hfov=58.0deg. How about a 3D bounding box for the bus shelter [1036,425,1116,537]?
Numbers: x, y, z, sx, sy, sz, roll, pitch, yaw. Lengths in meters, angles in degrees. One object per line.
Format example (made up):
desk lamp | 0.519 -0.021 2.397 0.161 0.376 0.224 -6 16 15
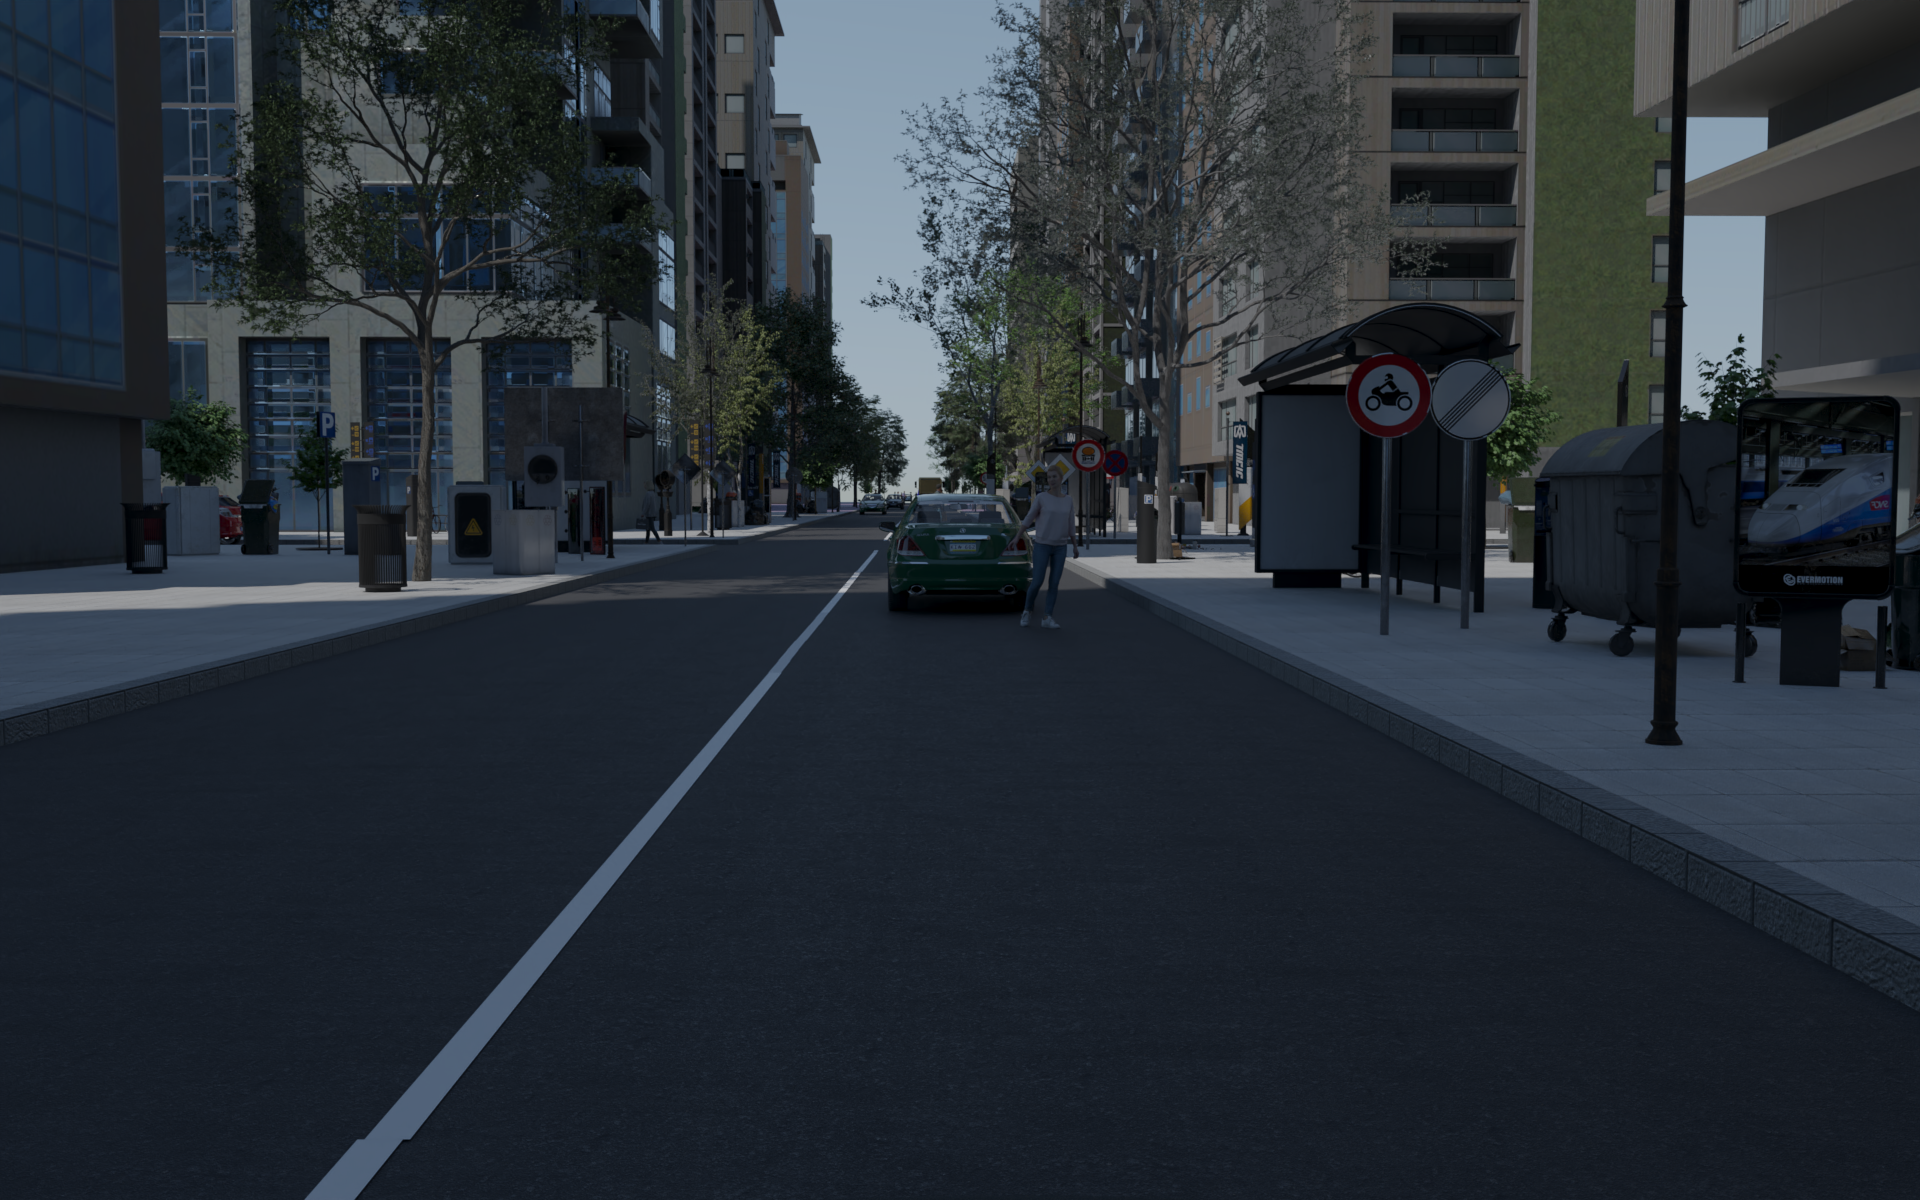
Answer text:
bus shelter | 3.515 -3.648 53.561 2.014 3.302 5.546 0 4 -1

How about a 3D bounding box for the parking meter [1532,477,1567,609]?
parking meter | 6.631 -0.674 19.429 0.372 1.533 0.369 0 3 0

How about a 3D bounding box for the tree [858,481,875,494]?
tree | -11.458 -13.699 218.571 1.663 3.219 1.824 0 3 0

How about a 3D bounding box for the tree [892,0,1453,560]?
tree | 3.898 -7.535 33.564 12.009 13.543 11.850 0 3 0

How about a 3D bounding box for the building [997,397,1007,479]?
building | 20.186 -26.087 271.559 27.650 21.520 28.899 0 4 -1

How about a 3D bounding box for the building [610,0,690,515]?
building | -24.111 -25.621 102.505 14.154 41.232 14.086 0 4 -1

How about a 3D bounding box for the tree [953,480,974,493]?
tree | 0.585 -12.450 198.159 1.663 3.219 1.824 0 3 0

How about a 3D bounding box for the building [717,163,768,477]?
building | -24.681 -23.326 153.088 14.160 30.474 14.107 0 4 -1

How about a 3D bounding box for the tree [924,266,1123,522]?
tree | 3.143 -9.218 76.469 9.928 11.665 9.643 0 3 0

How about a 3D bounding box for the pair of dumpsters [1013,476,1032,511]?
pair of dumpsters | 3.848 -5.717 95.959 1.574 2.255 4.437 0 4 -1

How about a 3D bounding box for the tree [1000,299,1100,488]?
tree | 3.279 -7.078 66.091 4.737 8.622 4.395 0 3 0

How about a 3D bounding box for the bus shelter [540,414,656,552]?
bus shelter | -8.534 -2.852 40.556 2.014 3.302 5.546 0 4 -1

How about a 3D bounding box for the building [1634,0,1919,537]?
building | 26.835 -26.356 20.160 28.713 52.752 27.495 0 4 -1

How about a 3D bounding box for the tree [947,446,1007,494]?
tree | 1.660 -8.169 117.275 4.285 4.588 4.351 0 3 0

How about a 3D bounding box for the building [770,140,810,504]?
building | -26.806 -35.050 223.182 14.600 45.320 14.200 0 4 -1

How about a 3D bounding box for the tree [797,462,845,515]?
tree | -8.836 -7.538 106.957 4.285 4.588 4.351 0 3 0

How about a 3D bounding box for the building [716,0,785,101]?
building | -32.689 -35.705 173.009 28.713 52.752 27.495 0 4 -1

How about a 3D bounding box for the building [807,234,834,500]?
building | -26.808 -35.552 264.875 14.154 41.232 14.086 0 4 -1

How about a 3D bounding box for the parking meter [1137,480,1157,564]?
parking meter | 3.455 -1.443 32.009 0.372 1.533 0.369 0 3 0

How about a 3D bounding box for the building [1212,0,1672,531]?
building | 17.616 -23.334 65.100 14.086 41.232 14.154 0 4 -1

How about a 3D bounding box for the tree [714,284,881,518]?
tree | -9.135 -10.870 94.729 9.611 12.733 9.660 0 3 0

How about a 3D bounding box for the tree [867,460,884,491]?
tree | -11.553 -16.172 214.774 4.360 8.622 3.978 0 3 0

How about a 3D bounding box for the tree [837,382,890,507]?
tree | -10.843 -15.759 175.782 7.486 12.596 7.792 0 3 0

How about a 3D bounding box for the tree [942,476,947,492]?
tree | -1.389 -17.220 265.266 4.285 4.588 4.351 0 3 0

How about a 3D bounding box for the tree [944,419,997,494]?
tree | 1.229 -13.921 177.977 4.360 8.622 3.978 0 3 0

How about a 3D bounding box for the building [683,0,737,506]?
building | -27.438 -42.560 134.102 20.563 71.187 20.611 0 4 -1

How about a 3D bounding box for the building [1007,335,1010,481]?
building | 13.680 -29.214 249.350 14.160 30.474 14.107 0 4 -1

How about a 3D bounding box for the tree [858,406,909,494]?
tree | -11.633 -21.059 250.968 9.857 13.997 8.962 0 3 0

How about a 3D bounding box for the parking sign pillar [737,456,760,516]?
parking sign pillar | -12.337 -6.898 101.261 1.447 3.967 1.447 -2 4 -32

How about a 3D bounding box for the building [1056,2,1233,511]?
building | 16.236 -31.073 158.159 14.600 45.320 14.200 0 4 -1

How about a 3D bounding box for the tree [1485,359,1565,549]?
tree | 12.465 -3.492 40.813 4.285 4.588 4.351 0 3 0

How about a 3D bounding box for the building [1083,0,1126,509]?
building | 18.936 -42.885 139.425 20.563 71.187 20.611 0 4 -1

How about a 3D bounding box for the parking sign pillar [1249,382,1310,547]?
parking sign pillar | 7.778 -3.277 42.045 1.447 3.967 1.447 0 3 0

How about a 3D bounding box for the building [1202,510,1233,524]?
building | 18.024 -26.293 79.997 14.600 45.320 14.200 0 4 -1

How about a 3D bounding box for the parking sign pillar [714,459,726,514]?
parking sign pillar | -14.924 -7.335 108.395 1.447 3.967 1.447 1 4 9

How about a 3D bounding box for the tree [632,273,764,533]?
tree | -8.489 -6.515 56.877 4.360 8.622 3.978 0 3 0

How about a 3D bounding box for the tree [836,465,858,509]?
tree | -11.204 -14.259 183.488 4.737 8.622 4.395 0 3 0

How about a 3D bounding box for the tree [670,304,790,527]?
tree | -8.743 -7.103 66.493 4.737 8.622 4.395 0 3 0

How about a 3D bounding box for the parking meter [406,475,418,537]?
parking meter | -16.457 -2.836 52.085 0.255 1.863 0.399 -3 5 -45

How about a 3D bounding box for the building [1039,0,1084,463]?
building | 18.636 -38.972 179.192 21.231 58.520 28.212 0 4 -1

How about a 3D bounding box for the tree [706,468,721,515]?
tree | -14.340 -6.708 104.283 1.663 3.219 1.824 0 3 0

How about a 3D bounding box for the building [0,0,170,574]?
building | -22.101 -22.927 24.970 14.200 45.320 14.600 0 4 -1

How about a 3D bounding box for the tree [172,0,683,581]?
tree | -7.608 -5.560 25.316 7.601 10.594 8.767 -2 4 -28

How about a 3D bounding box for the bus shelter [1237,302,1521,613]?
bus shelter | 4.857 -1.660 21.073 2.014 3.302 5.546 0 4 -1

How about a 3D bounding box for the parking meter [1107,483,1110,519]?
parking meter | 7.582 -5.149 89.895 0.399 1.863 0.255 -2 4 -35

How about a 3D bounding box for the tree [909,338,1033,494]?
tree | 1.618 -14.457 143.035 9.857 13.997 8.962 0 3 0

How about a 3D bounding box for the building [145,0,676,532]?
building | -23.401 -46.359 70.645 22.319 86.520 31.000 0 4 -1

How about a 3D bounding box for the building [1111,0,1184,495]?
building | 21.641 -30.008 110.236 23.786 49.044 30.456 0 4 -1

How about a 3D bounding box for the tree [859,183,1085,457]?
tree | 0.586 -15.342 106.738 12.611 20.169 13.585 0 3 0

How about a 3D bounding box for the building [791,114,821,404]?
building | -34.448 -40.023 243.609 28.713 52.752 27.495 0 4 -1

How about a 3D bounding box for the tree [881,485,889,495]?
tree | -12.434 -17.637 282.969 1.663 3.219 1.824 0 3 0

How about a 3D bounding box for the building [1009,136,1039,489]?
building | 17.766 -37.094 230.191 21.300 48.544 21.600 0 4 -1

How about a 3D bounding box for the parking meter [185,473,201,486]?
parking meter | -21.833 -2.670 49.359 0.255 1.863 0.399 3 5 44

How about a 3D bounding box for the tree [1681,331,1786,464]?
tree | 9.353 -1.591 20.617 1.663 3.219 1.824 0 3 0

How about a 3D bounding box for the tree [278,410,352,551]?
tree | -14.777 -2.749 39.540 1.663 3.219 1.824 0 3 0

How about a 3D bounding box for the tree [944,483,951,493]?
tree | -1.612 -15.864 253.973 1.663 3.219 1.824 0 3 0
